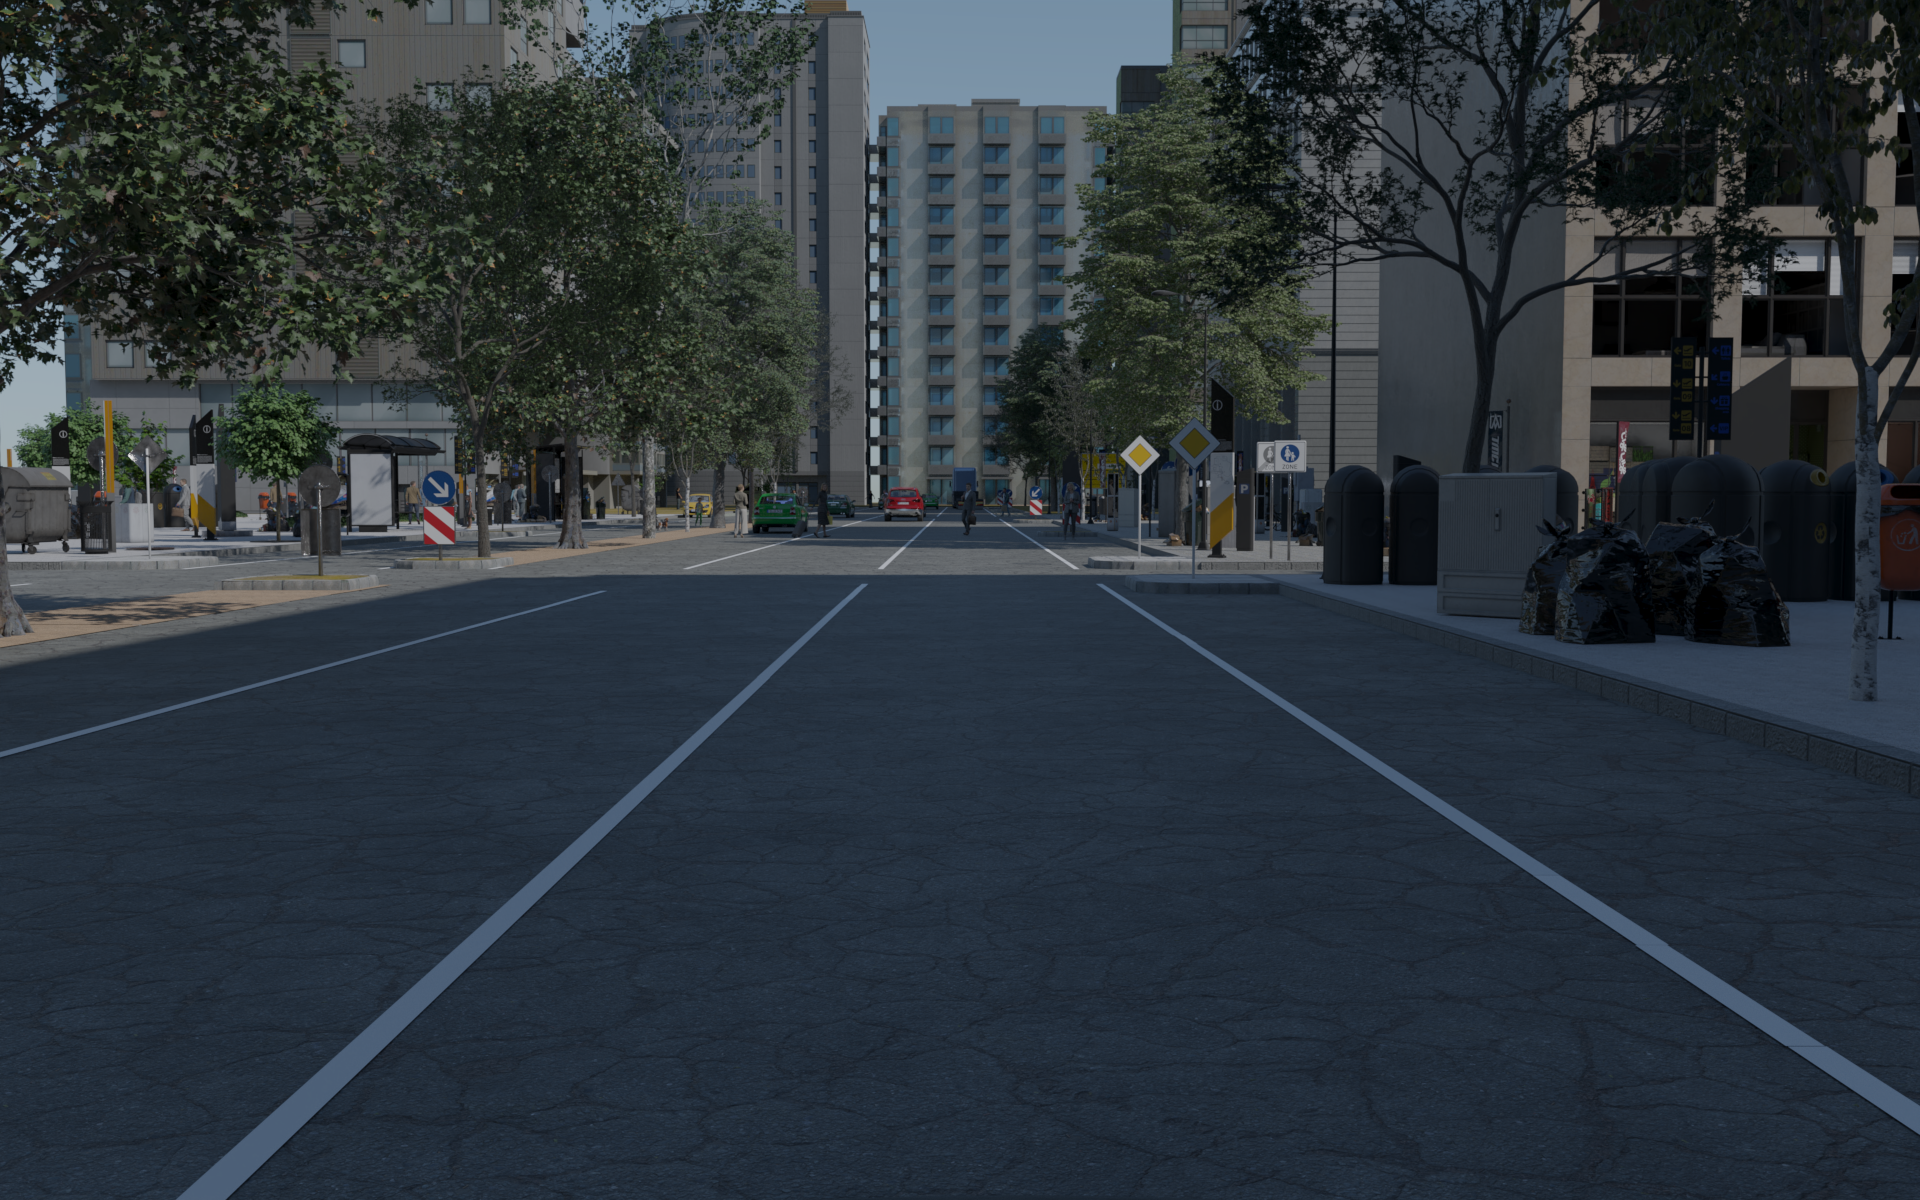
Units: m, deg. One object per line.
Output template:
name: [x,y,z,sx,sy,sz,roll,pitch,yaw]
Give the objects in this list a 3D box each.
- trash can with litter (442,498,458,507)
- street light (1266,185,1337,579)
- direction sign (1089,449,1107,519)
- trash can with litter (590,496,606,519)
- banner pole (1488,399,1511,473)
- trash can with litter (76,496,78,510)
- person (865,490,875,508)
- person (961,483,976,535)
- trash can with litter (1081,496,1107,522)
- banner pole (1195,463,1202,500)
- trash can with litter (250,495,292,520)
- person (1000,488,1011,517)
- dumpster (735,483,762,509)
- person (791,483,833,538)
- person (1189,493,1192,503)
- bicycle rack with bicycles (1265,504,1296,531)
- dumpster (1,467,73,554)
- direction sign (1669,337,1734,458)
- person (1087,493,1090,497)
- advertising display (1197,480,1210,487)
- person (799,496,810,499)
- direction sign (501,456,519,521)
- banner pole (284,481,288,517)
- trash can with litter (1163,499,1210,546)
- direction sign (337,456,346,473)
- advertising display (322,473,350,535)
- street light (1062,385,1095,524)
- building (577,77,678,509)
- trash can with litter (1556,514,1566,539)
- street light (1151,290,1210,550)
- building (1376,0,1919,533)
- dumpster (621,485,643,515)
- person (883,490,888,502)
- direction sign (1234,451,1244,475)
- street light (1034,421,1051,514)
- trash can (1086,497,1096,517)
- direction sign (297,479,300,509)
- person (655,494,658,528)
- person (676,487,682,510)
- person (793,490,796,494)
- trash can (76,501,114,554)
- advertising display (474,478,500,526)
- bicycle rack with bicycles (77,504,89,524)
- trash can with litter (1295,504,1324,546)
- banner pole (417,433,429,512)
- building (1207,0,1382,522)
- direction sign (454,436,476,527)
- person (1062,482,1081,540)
trash can with litter: [-19.316,-3.294,65.247,0.624,1.170,1.055,0,4,-6]
street light: [5.068,-3.271,26.029,1.470,5.913,1.316,0,3,0]
direction sign: [6.923,-5.836,87.422,0.876,3.537,0.379,-1,4,-20]
trash can with litter: [-18.472,-4.677,87.849,1.055,1.170,0.624,-1,4,-11]
banner pole: [14.238,-3.404,45.672,0.401,3.779,0.863,-3,4,-36]
trash can with litter: [-49.171,-5.207,96.198,2.233,1.210,1.678,0,4,-7]
person: [-9.043,-10.184,175.020,1.348,1.822,0.705,3,5,42]
person: [0.299,-3.171,60.309,0.622,1.834,0.822,2,4,26]
trash can with litter: [6.652,-4.142,78.780,1.678,1.210,2.233,-2,4,-35]
banner pole: [13.217,-6.452,95.514,0.863,3.779,0.401,-1,4,-22]
trash can with litter: [-34.077,-4.589,86.083,2.233,1.210,1.678,-1,4,-17]
person: [2.806,-6.042,107.272,0.713,1.824,0.794,0,4,-8]
dumpster: [-15.852,-7.635,129.778,1.985,2.255,1.502,0,4,0]
person: [-4.823,-2.938,56.752,1.509,1.804,0.699,-2,4,-31]
person: [8.972,-3.899,69.571,0.755,1.850,0.659,0,4,3]
bicycle rack with bicycles: [10.941,-2.920,61.129,2.925,0.926,2.852,3,5,43]
dumpster: [-20.187,-1.933,37.368,1.264,1.857,1.865,0,3,0]
direction sign: [10.715,-2.025,25.100,0.876,3.537,0.379,0,4,1]
person: [12.991,-9.994,172.635,0.799,1.438,0.628,-1,4,-18]
advertising display: [10.957,-4.438,77.780,0.123,1.923,0.974,3,5,40]
person: [-15.757,-10.170,174.788,1.348,1.824,0.705,-2,4,-30]
direction sign: [-21.580,-5.569,83.044,0.876,3.537,0.379,-2,4,-35]
banner pole: [-29.351,-5.219,75.353,0.401,3.779,0.863,-1,4,-10]
trash can with litter: [5.581,-1.918,42.750,1.055,1.170,0.624,-1,4,-19]
direction sign: [-36.933,-6.816,103.435,0.379,3.537,0.876,1,4,12]
advertising display: [-19.495,-2.980,53.936,0.974,1.923,0.123,0,4,6]
street light: [5.065,-6.213,74.122,1.470,5.913,1.316,0,3,0]
building: [-39.387,-28.614,159.727,23.993,40.220,32.217,0,3,0]
trash can with litter: [7.179,-0.655,22.093,1.055,1.170,0.624,-2,4,-29]
street light: [5.061,-4.104,39.643,1.470,5.913,1.316,0,3,0]
building: [31.974,-15.138,52.030,34.151,26.468,19.350,0,3,0]
dumpster: [-20.536,-6.290,108.597,1.264,1.857,1.865,0,3,0]
person: [-4.790,-6.249,111.605,0.756,1.711,0.436,-3,5,-45]
direction sign: [14.419,-6.049,90.900,0.876,3.537,0.379,0,4,6]
street light: [5.095,-8.363,109.272,1.470,5.913,1.316,0,3,0]
trash can: [7.370,-5.223,97.042,0.748,1.137,0.748,0,3,0]
direction sign: [-29.603,-5.228,77.482,0.379,3.537,0.876,2,4,25]
person: [-12.868,-3.873,72.098,0.678,1.792,0.850,2,4,30]
person: [-23.027,-8.297,141.706,0.705,1.822,1.348,-2,4,-25]
person: [-12.081,-7.123,125.741,1.217,1.735,0.721,3,5,41]
trash can: [-18.474,-1.552,37.031,0.748,1.137,0.748,0,3,0]
advertising display: [-19.238,-3.992,70.476,0.974,1.923,0.123,-2,4,-30]
bicycle rack with bicycles: [-31.741,-3.057,63.365,2.925,0.926,2.852,-2,4,-30]
trash can with litter: [8.776,-1.909,42.592,1.055,1.170,0.624,2,4,28]
banner pole: [-21.930,-4.966,71.209,0.401,3.779,0.863,-1,4,-11]
building: [20.876,-19.317,93.329,11.434,29.767,29.804,0,3,0]
direction sign: [-19.260,-4.614,67.433,0.876,3.537,0.379,1,4,12]
person: [3.478,-2.765,53.894,0.537,1.800,0.526,1,4,17]
